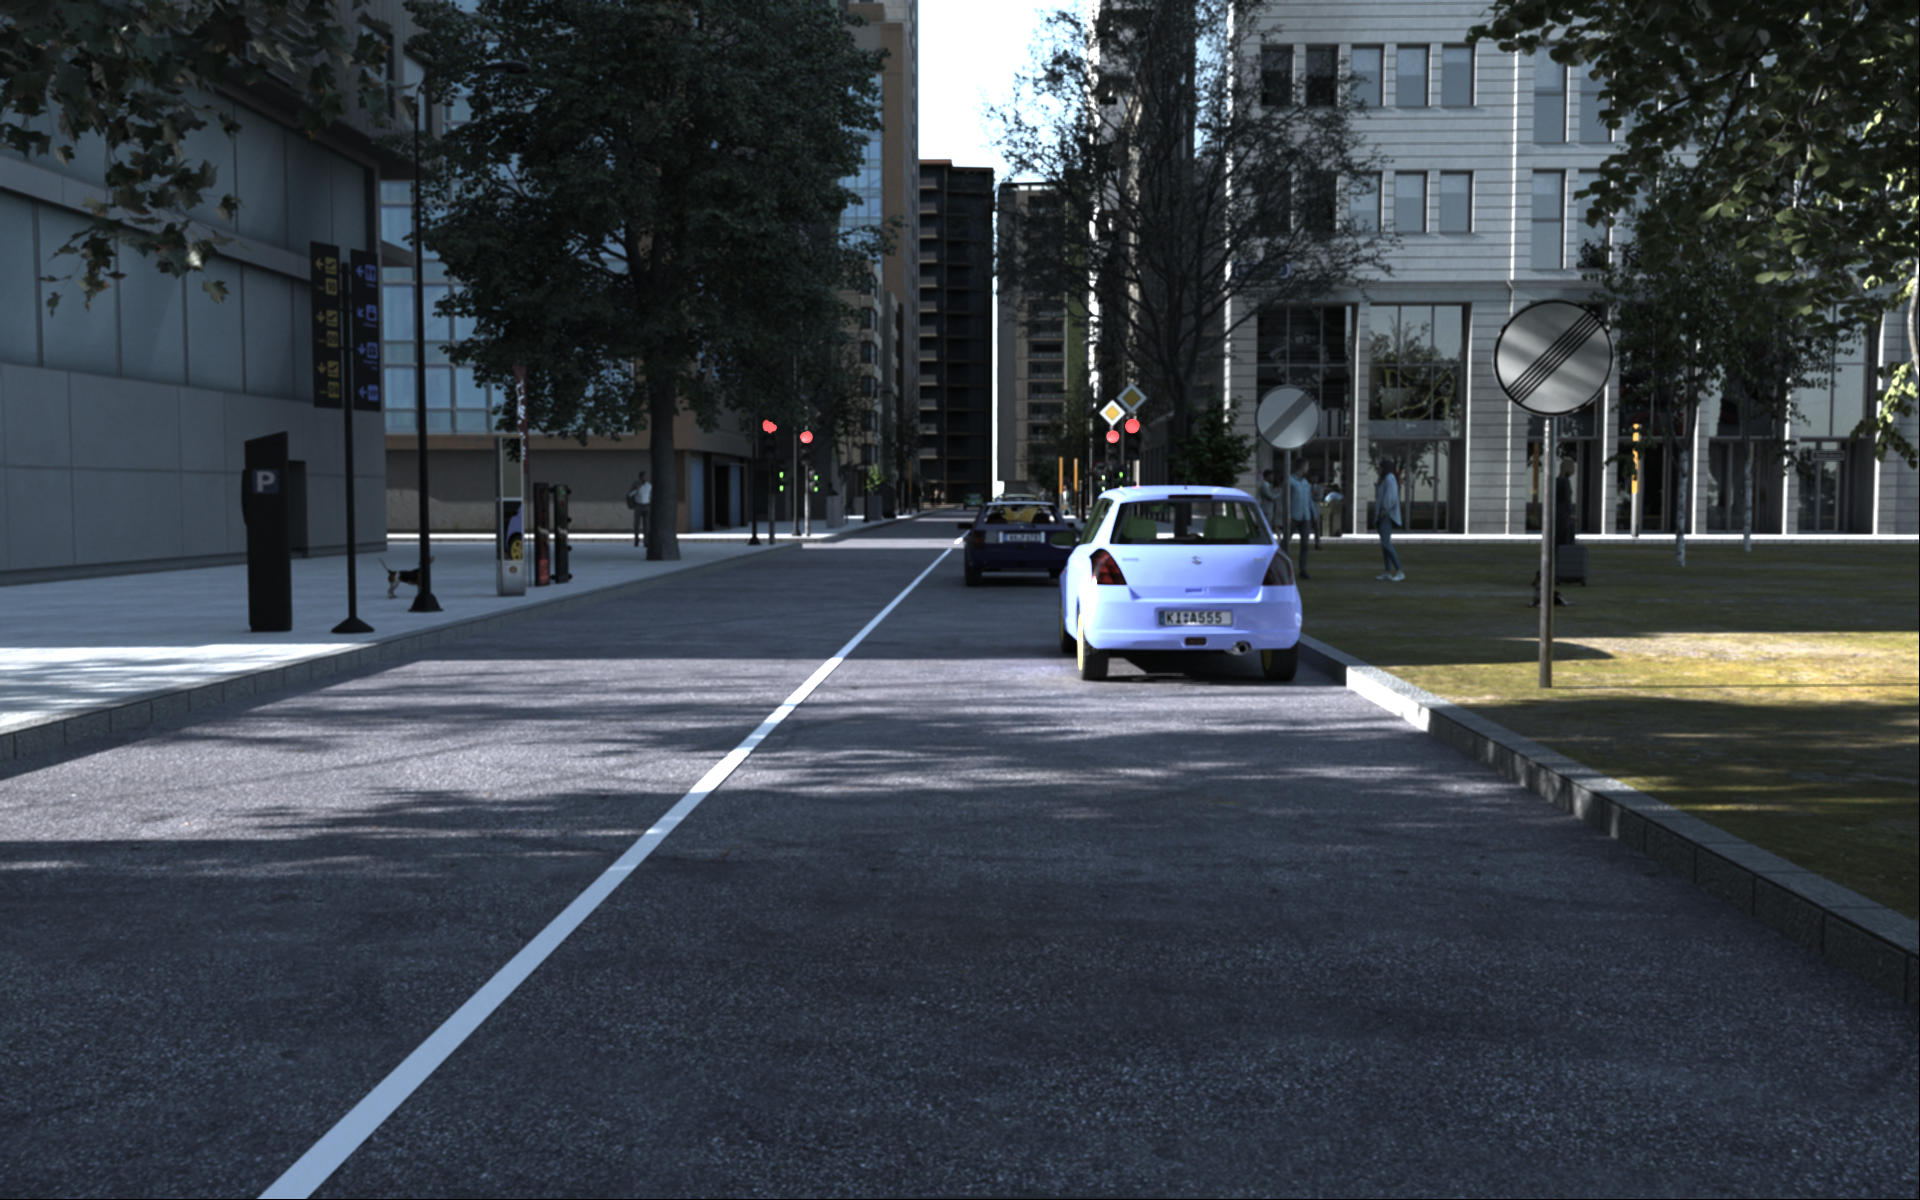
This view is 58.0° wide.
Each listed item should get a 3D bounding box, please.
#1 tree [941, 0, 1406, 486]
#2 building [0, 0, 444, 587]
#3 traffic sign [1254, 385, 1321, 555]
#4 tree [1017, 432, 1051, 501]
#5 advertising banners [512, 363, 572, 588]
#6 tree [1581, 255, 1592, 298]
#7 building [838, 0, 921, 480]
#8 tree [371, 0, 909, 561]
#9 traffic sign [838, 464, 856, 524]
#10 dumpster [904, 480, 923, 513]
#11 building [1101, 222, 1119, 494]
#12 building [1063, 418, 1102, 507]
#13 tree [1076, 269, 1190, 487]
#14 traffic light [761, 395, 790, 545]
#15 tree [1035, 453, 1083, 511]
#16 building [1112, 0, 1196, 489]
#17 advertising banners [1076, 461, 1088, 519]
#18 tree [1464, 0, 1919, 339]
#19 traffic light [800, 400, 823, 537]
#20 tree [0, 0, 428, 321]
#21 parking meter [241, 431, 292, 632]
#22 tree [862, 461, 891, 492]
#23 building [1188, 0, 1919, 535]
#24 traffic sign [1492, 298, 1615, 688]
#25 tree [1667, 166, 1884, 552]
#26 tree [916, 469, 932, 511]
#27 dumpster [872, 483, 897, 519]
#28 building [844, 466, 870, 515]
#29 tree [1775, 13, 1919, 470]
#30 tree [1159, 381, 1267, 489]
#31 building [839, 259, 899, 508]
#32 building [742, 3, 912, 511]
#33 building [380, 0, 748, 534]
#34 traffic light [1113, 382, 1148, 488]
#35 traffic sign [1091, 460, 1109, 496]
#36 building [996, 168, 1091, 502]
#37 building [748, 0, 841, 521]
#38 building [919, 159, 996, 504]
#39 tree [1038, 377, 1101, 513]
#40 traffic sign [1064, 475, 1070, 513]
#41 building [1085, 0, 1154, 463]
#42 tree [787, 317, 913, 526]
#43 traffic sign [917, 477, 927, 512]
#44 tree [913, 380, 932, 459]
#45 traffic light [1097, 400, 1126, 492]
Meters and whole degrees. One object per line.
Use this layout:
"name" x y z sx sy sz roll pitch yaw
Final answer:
"tree" 4.687 -7.744 36.980 12.009 13.543 11.850 0 3 0
"building" -25.404 -26.748 26.570 27.495 52.752 28.713 0 4 2
"traffic sign" 3.842 -1.239 20.372 0.768 2.556 0.104 0 4 7
"tree" 9.086 -15.498 203.753 4.360 8.622 3.978 0 3 0
"advertising banners" -5.825 -1.709 24.133 0.090 3.025 2.074 0 4 7
"tree" 12.959 -4.915 30.726 4.737 8.622 4.395 0 3 0
"building" -15.142 -45.884 188.460 20.611 71.187 20.563 0 4 2
"tree" -5.883 -7.744 33.270 9.857 13.997 8.962 0 3 0
"traffic sign" -4.820 -4.494 73.589 0.768 2.556 0.104 0 4 6
"dumpster" -3.270 -7.021 117.286 1.502 2.255 1.985 0 4 2
"building" 16.316 -17.677 118.702 12.332 23.373 15.834 0 4 2
"building" 22.591 -53.117 181.140 22.319 86.520 31.000 0 4 2
"tree" 5.577 -6.546 57.383 4.360 8.622 3.978 0 3 0
"traffic light" -4.760 -3.362 43.887 0.839 4.253 0.868 0 4 2
"tree" 7.902 -9.848 144.728 4.285 4.588 4.351 0 3 0
"building" 17.398 -19.090 88.537 17.030 29.872 44.131 0 4 2
"advertising banners" 6.350 -5.758 90.329 0.090 3.025 2.074 -1 4 -12
"tree" 5.164 -5.406 6.523 7.486 12.596 7.792 0 3 0
"traffic light" -4.544 -3.850 51.869 0.839 4.253 0.868 0 4 2
"tree" -7.013 -5.459 6.260 9.611 12.733 9.660 0 3 0
"parking meter" -6.472 -0.639 16.163 0.399 1.863 0.255 -1 4 -16
"tree" -4.942 -6.462 100.262 1.663 3.219 1.824 0 3 0
"building" 23.348 -17.209 58.858 29.804 29.767 11.434 0 4 2
"traffic sign" 3.875 -0.690 11.391 0.768 2.556 0.104 0 4 8
"tree" 17.715 -5.375 38.248 4.360 8.622 3.978 0 3 0
"tree" -2.995 -8.488 133.380 1.663 3.219 1.824 0 3 0
"dumpster" -3.972 -5.217 91.054 1.264 1.857 1.865 0 4 1
"building" -22.230 -25.587 110.223 32.217 40.220 23.993 0 4 2
"tree" 8.817 -3.956 15.043 4.737 8.622 4.395 0 3 0
"tree" 4.340 -2.157 29.871 1.663 3.219 1.824 0 3 0
"building" -19.784 -18.184 142.353 27.650 21.520 28.899 0 4 2
"building" -11.795 -31.365 162.928 14.600 45.320 14.200 0 4 2
"building" -15.114 -25.112 60.685 14.600 45.320 14.200 0 4 2
"traffic light" 4.299 -3.348 43.658 0.839 4.253 0.868 0 4 2
"traffic sign" 5.254 -3.946 64.619 0.768 2.556 0.104 0 4 8
"building" 11.551 -32.802 219.908 14.086 41.232 14.154 0 4 2
"building" -13.402 -24.421 82.873 14.154 41.232 14.086 0 4 2
"building" -9.808 -34.850 224.414 28.867 44.769 22.147 0 4 2
"tree" 6.941 -9.675 108.540 4.737 8.622 4.395 0 3 0
"traffic sign" 7.146 -7.191 117.683 0.768 2.556 0.104 0 4 7
"building" 25.069 -34.475 152.901 28.713 52.752 27.495 0 4 2
"tree" -4.745 -7.208 68.217 4.360 8.622 3.978 0 3 0
"traffic sign" -2.746 -7.660 125.339 0.768 2.556 0.104 0 4 6
"tree" -3.776 -9.926 112.644 4.360 8.622 3.978 0 3 0
"traffic light" 4.515 -3.836 51.640 0.839 4.253 0.868 0 4 2
